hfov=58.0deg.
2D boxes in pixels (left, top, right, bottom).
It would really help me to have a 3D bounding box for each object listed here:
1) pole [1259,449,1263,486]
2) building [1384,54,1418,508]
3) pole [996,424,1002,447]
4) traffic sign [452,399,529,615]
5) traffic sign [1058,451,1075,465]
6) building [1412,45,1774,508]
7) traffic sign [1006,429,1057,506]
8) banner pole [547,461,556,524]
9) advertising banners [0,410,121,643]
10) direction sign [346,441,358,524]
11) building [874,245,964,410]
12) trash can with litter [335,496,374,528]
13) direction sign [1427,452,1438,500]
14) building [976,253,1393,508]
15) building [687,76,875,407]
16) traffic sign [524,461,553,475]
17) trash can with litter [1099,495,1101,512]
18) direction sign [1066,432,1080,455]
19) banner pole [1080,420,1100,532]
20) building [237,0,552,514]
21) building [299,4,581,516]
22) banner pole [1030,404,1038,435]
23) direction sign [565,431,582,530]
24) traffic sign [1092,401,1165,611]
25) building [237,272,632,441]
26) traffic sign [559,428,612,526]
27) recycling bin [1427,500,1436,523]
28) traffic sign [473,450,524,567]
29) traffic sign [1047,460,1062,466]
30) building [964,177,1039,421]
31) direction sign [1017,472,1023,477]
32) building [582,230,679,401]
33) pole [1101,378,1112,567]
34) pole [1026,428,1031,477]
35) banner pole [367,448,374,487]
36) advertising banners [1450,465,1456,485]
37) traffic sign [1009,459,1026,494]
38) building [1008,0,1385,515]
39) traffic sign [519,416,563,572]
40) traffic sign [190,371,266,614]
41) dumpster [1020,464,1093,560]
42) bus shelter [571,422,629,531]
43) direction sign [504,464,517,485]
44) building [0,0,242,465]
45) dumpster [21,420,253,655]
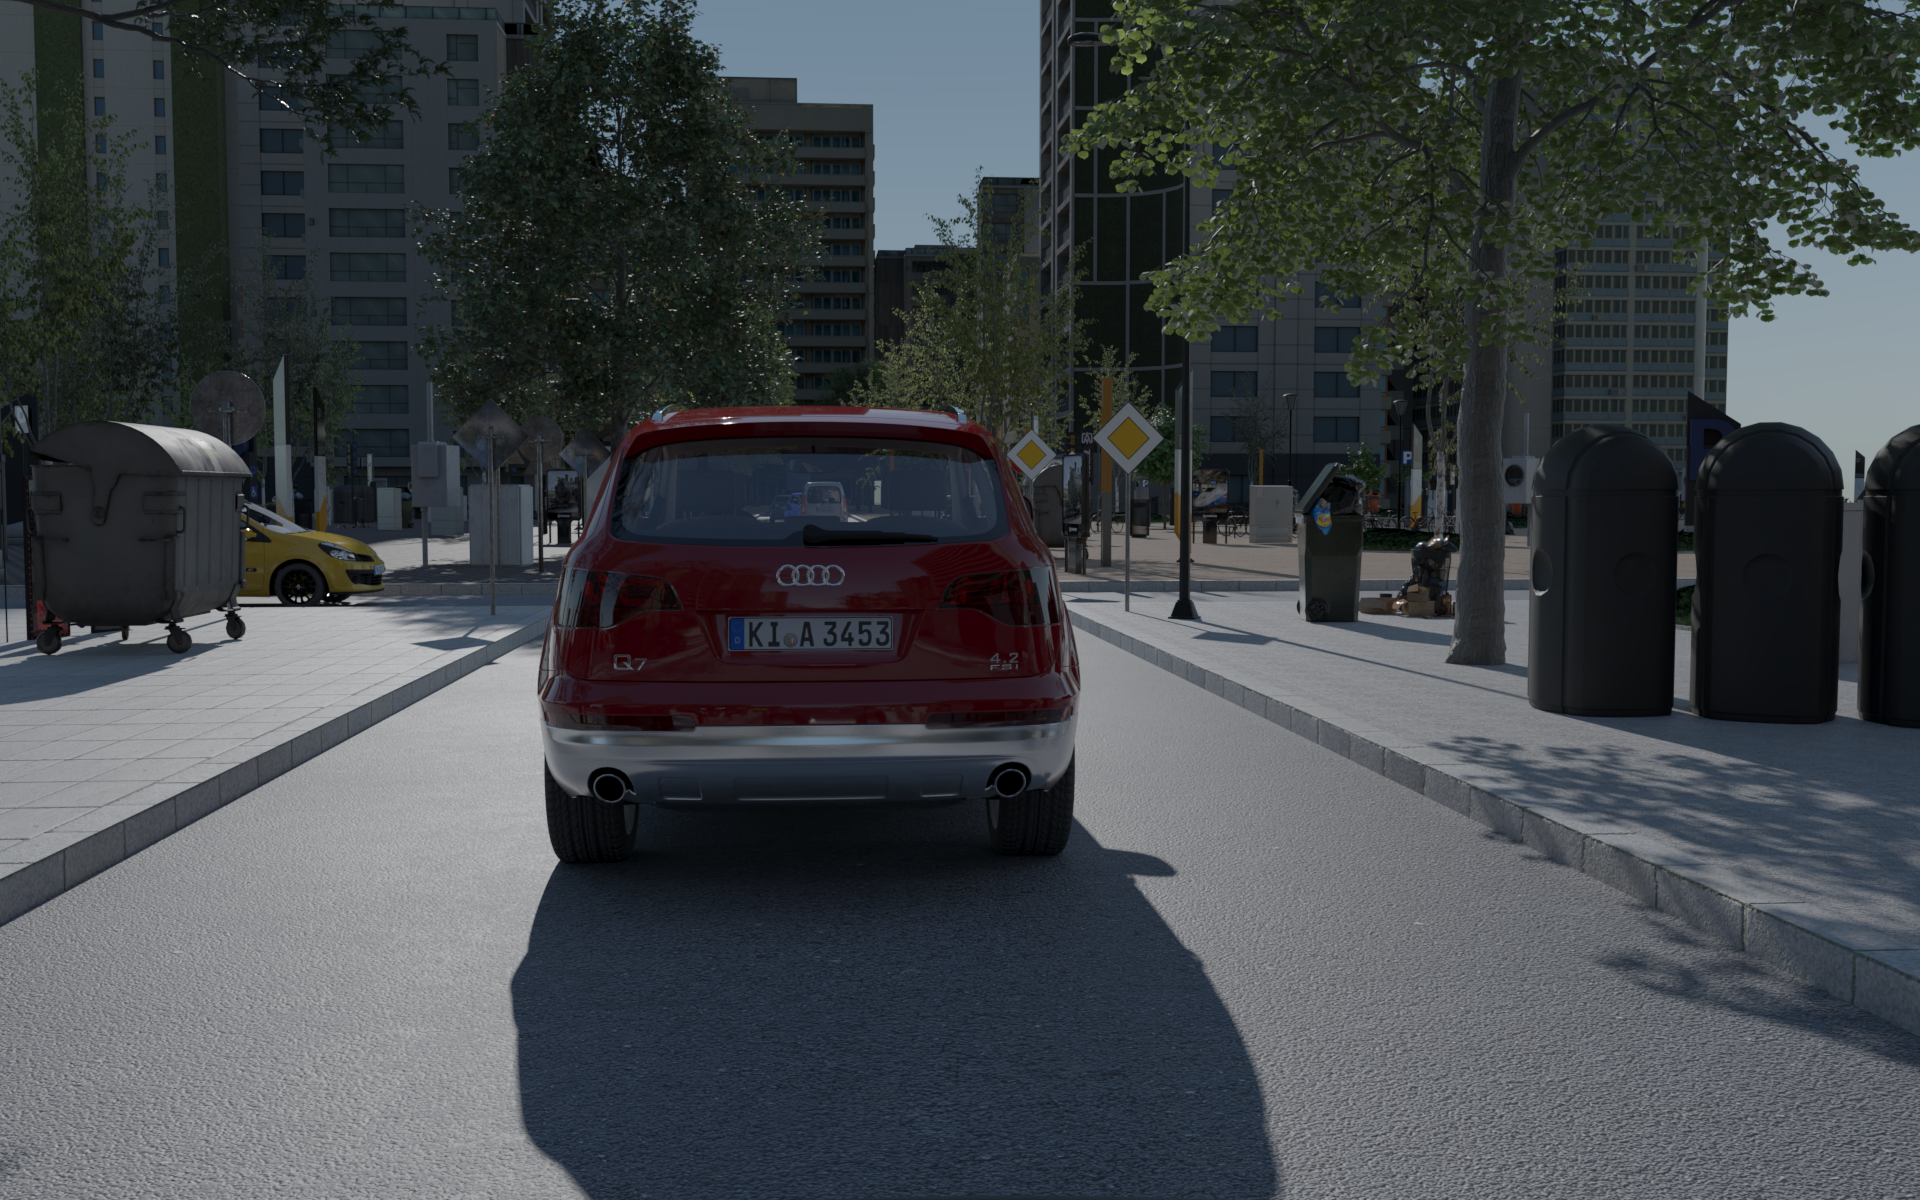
[{"bbox_3d":[13.664,-5.185,78.624,0.158,3.312,0.155,0,3,0],"label":"pole"},{"bbox_3d":[29.960,-32.717,158.626,21.600,48.544,21.300,0,4,-5],"label":"building"},{"bbox_3d":[1.141,-3.477,50.691,0.158,3.312,0.155,0,3,0],"label":"pole"},{"bbox_3d":[-4.943,-0.896,18.285,0.795,2.450,0.064,0,4,-5],"label":"traffic sign"},{"bbox_3d":[2.992,-2.755,46.227,0.795,2.450,0.064,0,4,-1],"label":"traffic sign"},{"bbox_3d":[53.090,-28.401,156.242,23.993,40.220,32.217,0,4,-5],"label":"building"},{"bbox_3d":[1.102,-1.418,26.831,0.795,2.450,0.064,0,4,-5],"label":"traffic sign"},{"bbox_3d":[-17.593,-5.122,73.754,0.401,3.779,0.863,2,4,28],"label":"banner pole"},{"bbox_3d":[-8.109,-1.173,15.370,0.090,3.025,2.074,1,4,14],"label":"advertising banners"},{"bbox_3d":[-26.092,-5.038,74.374,0.876,3.537,0.379,3,5,43],"label":"direction sign"},{"bbox_3d":[-3.011,-26.421,203.679,14.107,30.474,14.160,0,4,-5],"label":"building"},{"bbox_3d":[-23.031,-3.331,65.521,1.678,1.210,2.233,1,4,11],"label":"trash can with litter"},{"bbox_3d":[25.265,-6.146,92.480,0.876,3.537,0.379,-2,4,-33],"label":"direction sign"},{"bbox_3d":[16.513,-18.028,139.803,27.650,21.520,28.899,0,4,-5],"label":"building"},{"bbox_3d":[-21.164,-35.582,205.470,21.600,48.544,21.300,0,4,-5],"label":"building"},{"bbox_3d":[-11.464,-2.893,47.304,0.884,2.594,0.081,0,4,-4],"label":"traffic sign"},{"bbox_3d":[7.145,-4.773,89.103,1.678,1.210,2.233,0,4,-1],"label":"trash can with litter"},{"bbox_3d":[4.311,-4.359,63.268,0.876,3.537,0.379,1,4,12],"label":"direction sign"},{"bbox_3d":[4.481,-4.217,58.965,0.863,3.779,0.401,1,4,14],"label":"banner pole"},{"bbox_3d":[-37.409,-41.842,122.373,20.563,71.187,20.611,0,4,-5],"label":"building"},{"bbox_3d":[-31.366,-20.493,106.766,14.160,30.474,14.107,0,4,-5],"label":"building"},{"bbox_3d":[2.077,-3.572,48.427,0.401,3.779,0.863,1,4,19],"label":"banner pole"},{"bbox_3d":[-13.634,-4.274,61.876,0.876,3.537,0.379,0,4,-7],"label":"direction sign"},{"bbox_3d":[1.825,-0.932,18.878,0.795,2.450,0.064,0,4,-5],"label":"traffic sign"},{"bbox_3d":[-43.173,-18.672,150.321,28.899,21.520,27.650,0,4,-5],"label":"building"},{"bbox_3d":[-5.667,-1.382,26.238,0.795,2.450,0.064,0,4,-5],"label":"traffic sign"},{"bbox_3d":[20.595,-3.903,76.368,0.722,1.027,0.722,-2,4,-24],"label":"recycling bin"},{"bbox_3d":[-8.053,-1.848,30.218,0.884,2.594,0.081,0,4,-3],"label":"traffic sign"},{"bbox_3d":[2.825,-3.021,51.526,0.606,2.300,0.079,0,4,0],"label":"traffic sign"},{"bbox_3d":[8.352,-23.792,160.692,14.160,30.474,14.107,0,4,-5],"label":"building"},{"bbox_3d":[2.986,-5.455,81.189,0.379,3.537,0.876,-3,5,-40],"label":"direction sign"},{"bbox_3d":[-44.340,-31.619,208.857,23.993,40.220,32.217,0,4,-5],"label":"building"},{"bbox_3d":[2.575,-2.240,30.467,0.158,3.312,0.155,0,3,0],"label":"pole"},{"bbox_3d":[2.114,-3.656,53.626,0.158,3.312,0.155,0,3,0],"label":"pole"},{"bbox_3d":[-32.091,-6.388,94.455,0.863,3.779,0.401,3,5,42],"label":"banner pole"},{"bbox_3d":[28.903,-6.555,103.359,2.074,3.025,0.090,-2,4,-34],"label":"advertising banners"},{"bbox_3d":[1.607,-2.643,43.314,0.768,2.556,0.104,0,4,4],"label":"traffic sign"},{"bbox_3d":[14.525,-41.262,112.886,20.563,71.187,20.611,0,4,-5],"label":"building"},{"bbox_3d":[-6.870,-1.726,28.326,0.768,2.556,0.104,0,4,3],"label":"traffic sign"},{"bbox_3d":[-7.569,-1.090,17.921,0.768,2.556,0.104,0,4,-3],"label":"traffic sign"},{"bbox_3d":[1.931,-1.757,34.480,1.264,1.857,1.865,0,4,-5],"label":"dumpster"},{"bbox_3d":[-10.104,-3.504,51.208,2.014,3.302,5.546,0,4,-5],"label":"bus shelter"},{"bbox_3d":[-17.560,-4.629,67.675,0.876,3.537,0.379,3,5,44],"label":"direction sign"},{"bbox_3d":[-72.918,-37.156,149.497,28.212,58.520,21.231,0,4,-5],"label":"building"},{"bbox_3d":[-6.845,-0.535,14.514,1.264,1.857,1.865,0,4,-5],"label":"dumpster"}]
